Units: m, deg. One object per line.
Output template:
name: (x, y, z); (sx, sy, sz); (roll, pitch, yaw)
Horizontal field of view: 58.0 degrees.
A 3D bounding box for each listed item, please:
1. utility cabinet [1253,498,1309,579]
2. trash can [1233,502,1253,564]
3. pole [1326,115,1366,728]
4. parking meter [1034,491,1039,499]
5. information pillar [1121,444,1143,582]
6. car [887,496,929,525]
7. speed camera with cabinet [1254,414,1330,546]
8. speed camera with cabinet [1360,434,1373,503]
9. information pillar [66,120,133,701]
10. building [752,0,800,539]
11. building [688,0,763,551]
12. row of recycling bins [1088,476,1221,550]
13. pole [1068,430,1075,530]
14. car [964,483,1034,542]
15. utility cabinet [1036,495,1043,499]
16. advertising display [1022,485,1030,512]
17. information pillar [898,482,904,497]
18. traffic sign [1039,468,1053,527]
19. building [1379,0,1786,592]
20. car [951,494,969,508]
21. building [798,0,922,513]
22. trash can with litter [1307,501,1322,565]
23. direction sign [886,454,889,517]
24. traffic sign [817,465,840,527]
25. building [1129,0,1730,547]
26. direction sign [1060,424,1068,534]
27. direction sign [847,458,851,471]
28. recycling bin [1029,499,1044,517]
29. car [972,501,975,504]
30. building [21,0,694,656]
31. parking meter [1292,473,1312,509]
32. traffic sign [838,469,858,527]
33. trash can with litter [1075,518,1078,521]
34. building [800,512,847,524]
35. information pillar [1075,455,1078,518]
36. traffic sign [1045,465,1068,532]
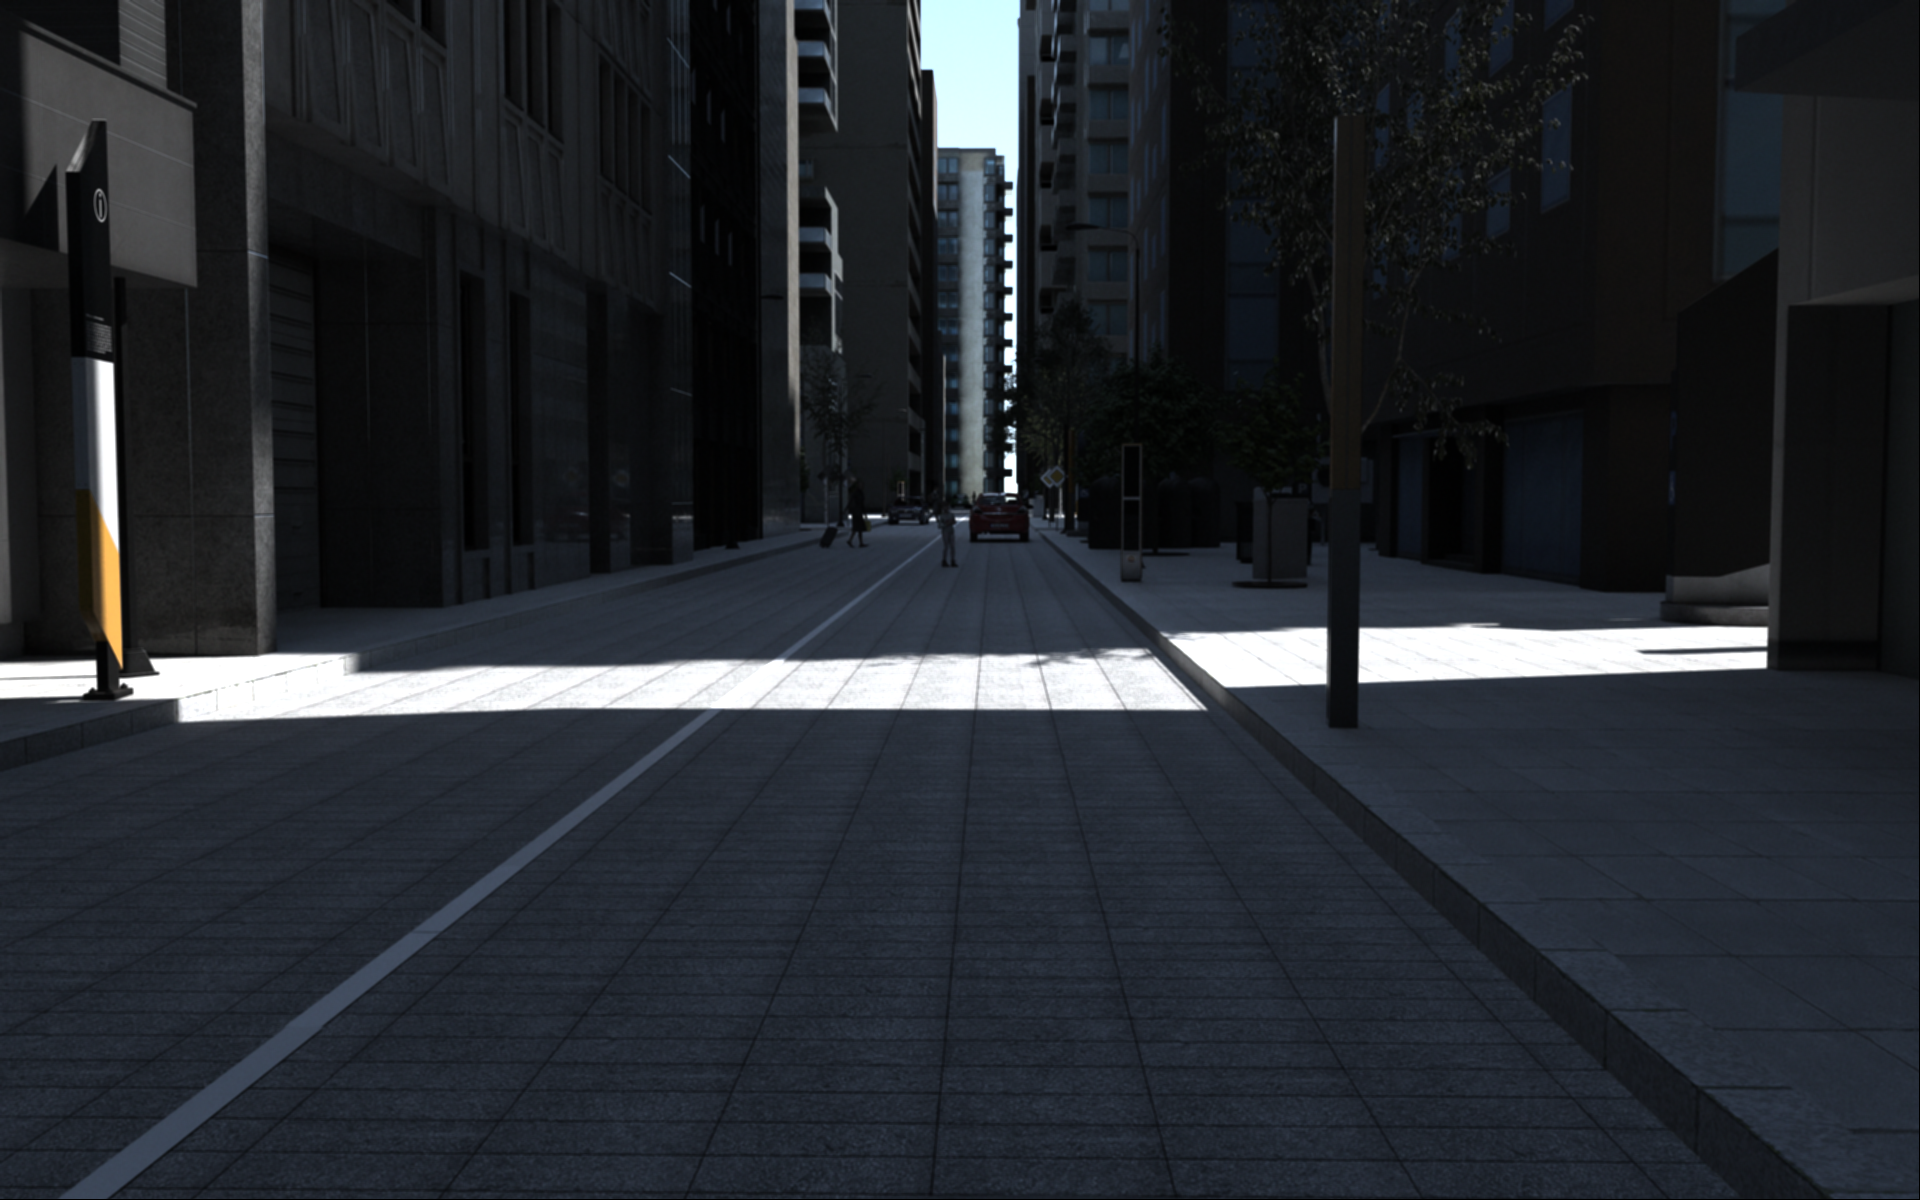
utility cabinet: (4.883, -0.934, 26.429); (1.020, 1.237, 0.306); (-3, 5, -42)
trash can: (5.441, -1.254, 32.152); (0.748, 1.137, 0.748); (0, 3, 0)
pole: (2.110, -0.956, 9.472); (0.158, 3.312, 0.155); (0, 3, 0)
parking meter: (5.917, -7.655, 133.568); (0.372, 1.533, 0.369); (0, 3, 0)
information pillar: (2.518, -1.277, 25.369); (0.304, 2.012, 0.304); (1, 4, 8)
car: (-2.413, -4.232, 81.769); (1.945, 1.354, 3.894); (0, 4, 3)
speed camera with cabinet: (8.224, -2.936, 42.334); (2.038, 3.252, 0.660); (-1, 4, -16)
speed camera with cabinet: (10.837, -3.042, 44.073); (2.038, 3.252, 0.660); (0, 4, 6)
information pillar: (-5.354, -1.185, 10.722); (0.183, 3.616, 0.504); (0, 4, -7)
building: (-13.981, -12.171, 53.748); (16.860, 20.320, 10.420); (0, 4, 1)
building: (-11.929, -12.919, 40.902); (12.332, 23.373, 15.834); (0, 4, 1)
row of recycling bins: (4.672, -2.075, 41.043); (3.534, 1.692, 1.069); (-2, 4, -28)
pole: (3.539, -3.741, 55.007); (0.158, 3.312, 0.155); (0, 3, 0)
car: (1.196, -2.696, 53.119); (2.155, 1.783, 4.494); (0, 4, 1)
utility cabinet: (5.124, -6.118, 111.195); (0.306, 1.237, 1.020); (0, 4, -6)
advertising display: (4.562, -6.993, 119.541); (0.123, 1.923, 0.974); (-2, 4, -26)
information pillar: (-3.529, -6.063, 103.621); (0.304, 2.012, 0.304); (1, 4, 16)
traffic sign: (3.481, -3.892, 67.279); (0.795, 2.450, 0.064); (0, 4, 1)
building: (15.103, -23.098, 27.759); (14.600, 45.320, 14.200); (0, 4, 1)
car: (0.022, -10.286, 176.972); (1.959, 1.807, 4.718); (0, 4, 2)
building: (-13.849, -30.581, 123.708); (21.300, 48.544, 21.600); (0, 4, 1)
trash can with litter: (5.899, -1.203, 31.064); (1.055, 1.170, 0.624); (-1, 4, -22)
direction sign: (-4.066, -6.533, 98.819); (0.379, 3.537, 0.876); (0, 4, -1)
traffic sign: (-4.523, -3.415, 59.474); (0.795, 2.450, 0.064); (0, 4, 1)
building: (12.476, -24.520, 51.015); (14.600, 45.320, 14.200); (0, 4, 1)
direction sign: (3.418, -3.917, 56.040); (0.379, 3.537, 0.876); (1, 4, 11)
direction sign: (-7.161, -7.172, 109.256); (0.379, 3.537, 0.876); (2, 4, 33)
recycling bin: (4.239, -5.069, 95.430); (0.722, 1.027, 0.722); (-1, 4, -17)
car: (1.669, -4.938, 92.534); (2.131, 1.459, 4.920); (0, 4, 3)
building: (-11.363, -12.536, 22.994); (12.078, 24.808, 19.932); (0, 4, 1)
parking meter: (7.013, -1.826, 35.567); (0.399, 1.863, 0.255); (1, 4, 10)
traffic sign: (-4.361, -3.903, 67.458); (0.795, 2.450, 0.064); (0, 4, 1)
trash can with litter: (6.105, -4.406, 83.089); (1.678, 1.210, 2.233); (-2, 4, -31)
building: (-16.626, -47.443, 88.361); (22.319, 86.520, 31.000); (0, 4, 1)
information pillar: (6.381, -6.145, 91.827); (0.504, 3.616, 0.183); (0, 4, -7)
traffic sign: (3.319, -3.404, 59.296); (0.795, 2.450, 0.064); (0, 4, 1)
